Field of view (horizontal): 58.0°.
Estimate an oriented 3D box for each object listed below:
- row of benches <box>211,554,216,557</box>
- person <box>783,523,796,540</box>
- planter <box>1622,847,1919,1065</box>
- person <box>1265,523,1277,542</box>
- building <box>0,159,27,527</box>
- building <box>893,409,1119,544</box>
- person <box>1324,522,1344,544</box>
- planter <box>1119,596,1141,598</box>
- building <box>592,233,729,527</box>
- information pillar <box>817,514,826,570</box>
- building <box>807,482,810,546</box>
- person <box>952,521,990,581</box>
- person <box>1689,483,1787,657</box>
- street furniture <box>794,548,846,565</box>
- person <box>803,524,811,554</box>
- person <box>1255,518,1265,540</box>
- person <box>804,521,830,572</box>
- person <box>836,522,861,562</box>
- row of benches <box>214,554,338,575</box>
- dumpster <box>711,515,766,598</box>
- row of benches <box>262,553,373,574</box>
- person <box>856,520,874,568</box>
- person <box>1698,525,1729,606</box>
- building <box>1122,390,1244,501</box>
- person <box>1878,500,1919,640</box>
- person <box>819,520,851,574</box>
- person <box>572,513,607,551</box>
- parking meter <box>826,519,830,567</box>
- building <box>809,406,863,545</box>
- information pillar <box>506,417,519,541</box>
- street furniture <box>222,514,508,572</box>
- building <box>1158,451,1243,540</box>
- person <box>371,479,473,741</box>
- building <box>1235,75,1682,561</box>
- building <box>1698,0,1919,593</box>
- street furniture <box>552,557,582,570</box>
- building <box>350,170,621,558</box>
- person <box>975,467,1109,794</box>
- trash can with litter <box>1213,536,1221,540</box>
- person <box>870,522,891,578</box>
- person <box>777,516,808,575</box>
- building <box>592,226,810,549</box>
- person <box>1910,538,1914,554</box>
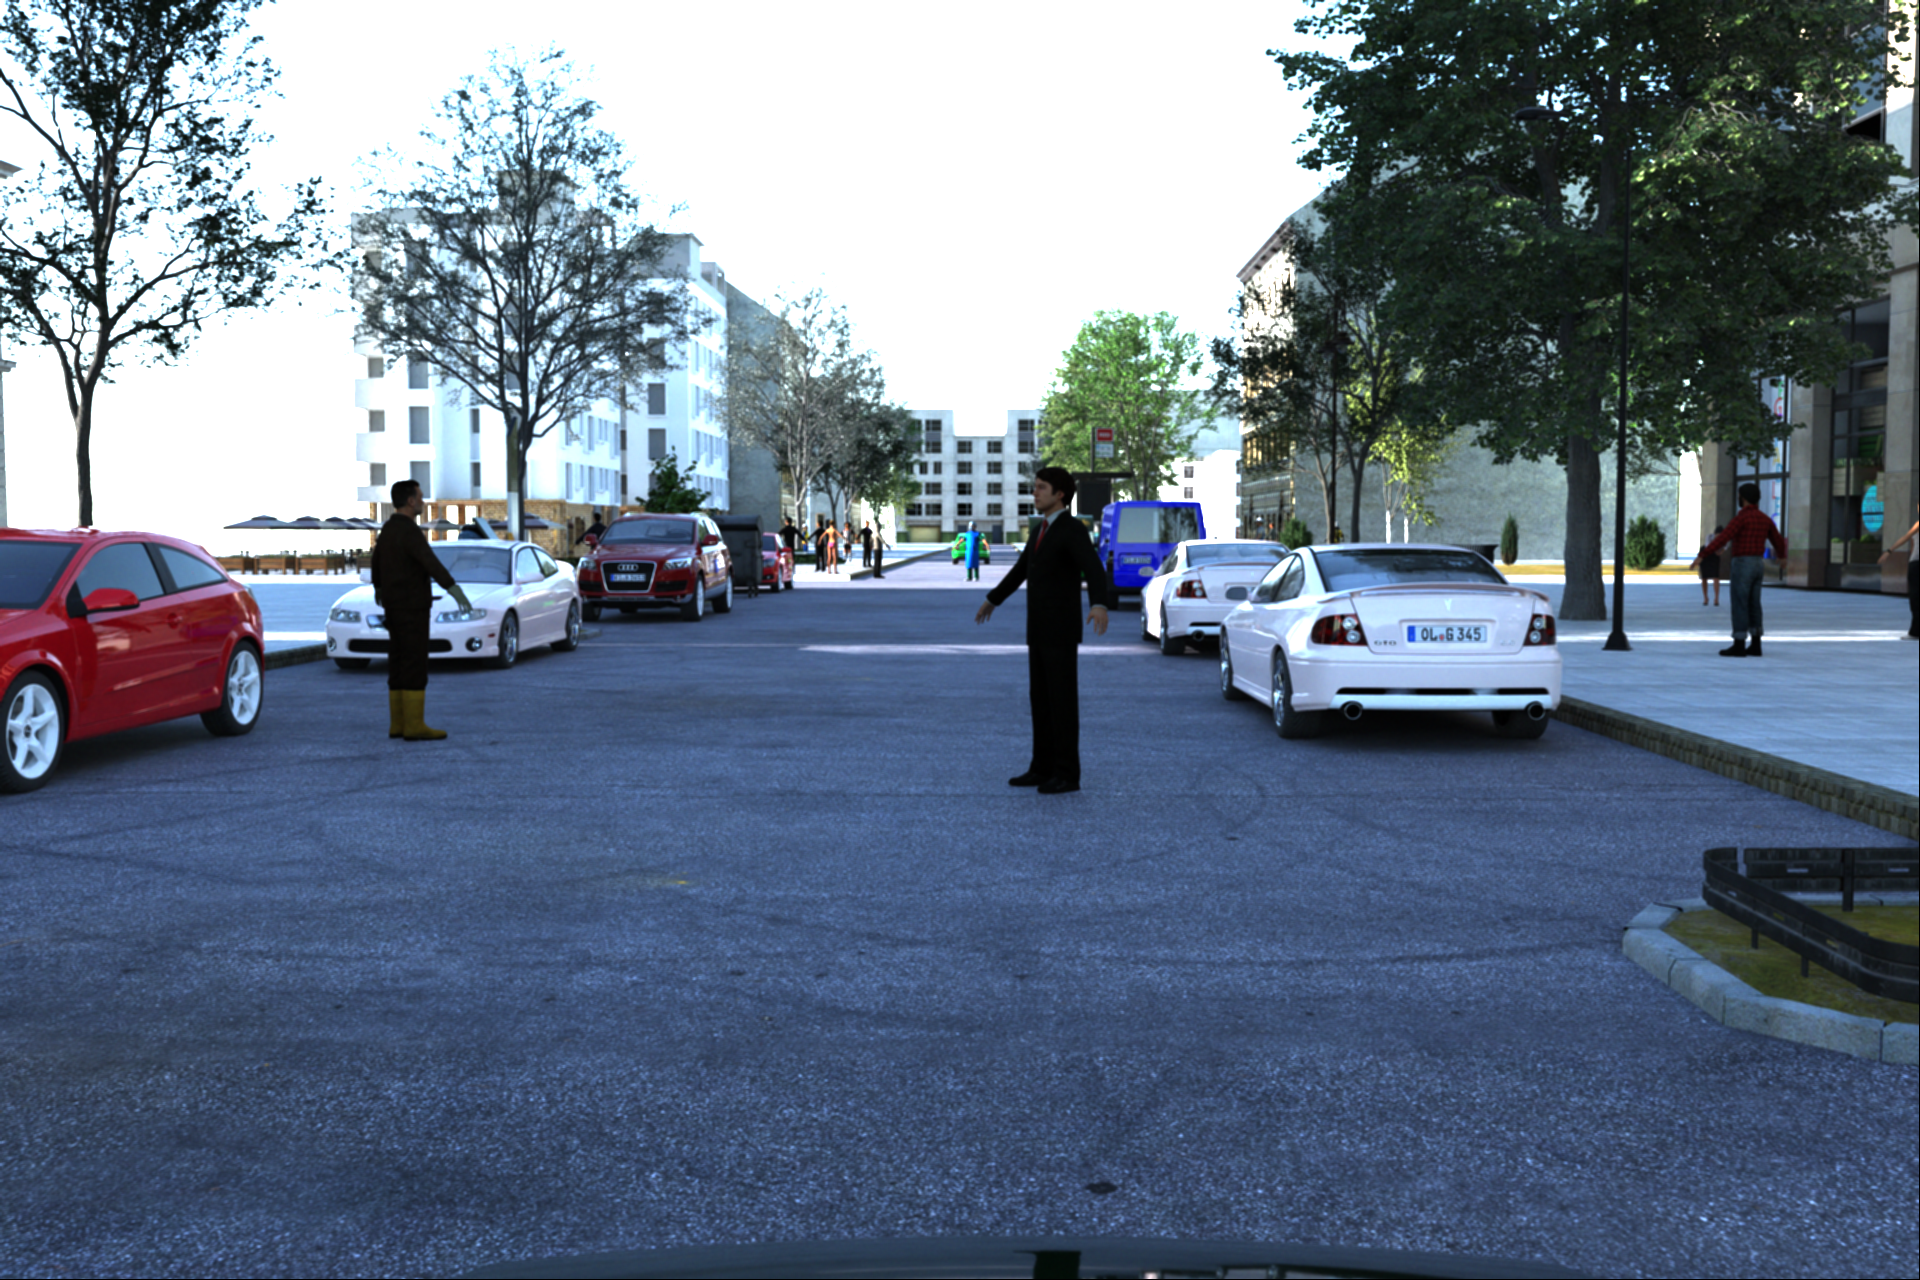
[{"bbox_3d":[-26.287,-2.522,56.703,4.104,0.672,1.422,1,4,10],"label":"row of benches"},{"bbox_3d":[-8.527,-5.095,89.090,1.354,1.856,0.705,-3,5,-44],"label":"person"},{"bbox_3d":[3.239,0.957,5.487,1.991,0.319,1.994,0,4,2],"label":"planter"},{"bbox_3d":[14.793,-4.645,82.219,0.705,1.796,1.348,2,4,34],"label":"person"},{"bbox_3d":[-31.103,-15.053,33.508,14.401,28.519,23.554,0,4,1],"label":"building"},{"bbox_3d":[6.617,-23.325,250.282,31.486,18.905,16.747,0,4,1],"label":"building"},{"bbox_3d":[17.680,-4.636,81.564,1.354,1.858,0.705,-3,5,-39],"label":"person"},{"bbox_3d":[4.045,-1.136,39.715,1.991,0.319,1.994,0,4,1],"label":"planter"},{"bbox_3d":[-21.722,-15.524,110.244,16.016,20.090,11.380,0,4,1],"label":"building"},{"bbox_3d":[-5.006,-3.545,62.451,0.304,2.012,0.304,0,4,1],"label":"information pillar"},{"bbox_3d":[-20.089,-14.574,180.434,9.099,9.664,28.070,0,4,1],"label":"building"},{"bbox_3d":[0.376,-2.711,52.915,1.347,1.817,0.704,2,4,31],"label":"person"},{"bbox_3d":[8.235,-0.738,18.180,1.345,1.816,0.704,-2,4,-24],"label":"person"},{"bbox_3d":[-9.879,-3.499,72.834,10.072,0.657,5.734,-2,4,-25],"label":"street furniture"},{"bbox_3d":[-7.370,-4.724,83.698,0.721,1.772,1.216,0,4,7],"label":"person"},{"bbox_3d":[10.388,-3.322,60.175,0.705,1.847,1.347,1,4,18],"label":"person"},{"bbox_3d":[-4.797,-3.188,58.838,1.216,1.740,0.721,-3,5,-41],"label":"person"},{"bbox_3d":[-5.140,-4.462,79.092,1.345,1.843,0.704,1,4,17],"label":"person"},{"bbox_3d":[-21.428,-2.382,54.407,4.104,0.672,1.422,1,4,12],"label":"row of benches"},{"bbox_3d":[-5.389,-1.892,39.152,1.865,1.857,1.264,0,4,1],"label":"dumpster"},{"bbox_3d":[-20.654,-2.498,56.308,4.104,0.672,1.422,-1,4,-17],"label":"row of benches"},{"bbox_3d":[-3.521,-3.668,66.189,1.346,1.802,0.704,-3,5,-45],"label":"person"},{"bbox_3d":[13.467,-1.330,30.972,0.628,1.438,0.799,-1,4,-23],"label":"person"},{"bbox_3d":[30.194,-21.669,220.741,16.747,18.905,31.486,0,4,1],"label":"building"},{"bbox_3d":[11.662,-0.872,21.070,1.217,1.737,0.721,-1,4,-21],"label":"person"},{"bbox_3d":[-4.040,-2.985,55.615,1.217,1.733,0.721,2,4,29],"label":"person"},{"bbox_3d":[-9.235,-2.326,44.077,1.345,1.823,0.704,-3,5,-42],"label":"person"},{"bbox_3d":[-5.285,-3.791,67.700,0.399,1.863,0.255,0,4,2],"label":"parking meter"},{"bbox_3d":[-22.249,-23.648,217.571,19.493,23.208,18.063,0,4,1],"label":"building"},{"bbox_3d":[-8.867,-2.631,34.373,0.183,3.616,0.504,0,4,2],"label":"information pillar"},{"bbox_3d":[-26.797,-4.095,71.988,14.083,1.986,27.439,0,4,8],"label":"street furniture"},{"bbox_3d":[27.200,-15.045,188.132,9.099,9.664,28.070,0,4,1],"label":"building"},{"bbox_3d":[-3.831,-0.215,12.114,0.704,1.812,1.346,-3,5,-43],"label":"person"},{"bbox_3d":[25.509,-15.960,91.872,19.493,23.208,18.063,0,4,1],"label":"building"},{"bbox_3d":[29.599,-15.887,25.981,22.709,31.103,35.509,0,4,1],"label":"building"},{"bbox_3d":[-11.792,-2.793,61.295,10.072,0.657,5.734,-2,4,-26],"label":"street furniture"},{"bbox_3d":[-25.768,-14.377,91.488,16.016,20.090,11.380,0,4,2],"label":"building"},{"bbox_3d":[0.498,-0.066,9.722,0.705,1.806,1.347,-2,4,-28],"label":"person"},{"bbox_3d":[7.577,-2.479,51.595,1.678,1.210,2.233,0,4,1],"label":"trash can with litter"},{"bbox_3d":[-2.641,-2.924,56.394,0.705,1.813,1.348,-2,4,-28],"label":"person"},{"bbox_3d":[-5.361,-2.950,54.171,1.347,1.837,0.705,-2,4,-27],"label":"person"},{"bbox_3d":[-22.037,-18.485,133.161,19.493,23.208,18.063,0,4,1],"label":"building"},{"bbox_3d":[17.494,-1.555,31.206,1.343,1.855,0.704,-2,4,-29],"label":"person"}]
